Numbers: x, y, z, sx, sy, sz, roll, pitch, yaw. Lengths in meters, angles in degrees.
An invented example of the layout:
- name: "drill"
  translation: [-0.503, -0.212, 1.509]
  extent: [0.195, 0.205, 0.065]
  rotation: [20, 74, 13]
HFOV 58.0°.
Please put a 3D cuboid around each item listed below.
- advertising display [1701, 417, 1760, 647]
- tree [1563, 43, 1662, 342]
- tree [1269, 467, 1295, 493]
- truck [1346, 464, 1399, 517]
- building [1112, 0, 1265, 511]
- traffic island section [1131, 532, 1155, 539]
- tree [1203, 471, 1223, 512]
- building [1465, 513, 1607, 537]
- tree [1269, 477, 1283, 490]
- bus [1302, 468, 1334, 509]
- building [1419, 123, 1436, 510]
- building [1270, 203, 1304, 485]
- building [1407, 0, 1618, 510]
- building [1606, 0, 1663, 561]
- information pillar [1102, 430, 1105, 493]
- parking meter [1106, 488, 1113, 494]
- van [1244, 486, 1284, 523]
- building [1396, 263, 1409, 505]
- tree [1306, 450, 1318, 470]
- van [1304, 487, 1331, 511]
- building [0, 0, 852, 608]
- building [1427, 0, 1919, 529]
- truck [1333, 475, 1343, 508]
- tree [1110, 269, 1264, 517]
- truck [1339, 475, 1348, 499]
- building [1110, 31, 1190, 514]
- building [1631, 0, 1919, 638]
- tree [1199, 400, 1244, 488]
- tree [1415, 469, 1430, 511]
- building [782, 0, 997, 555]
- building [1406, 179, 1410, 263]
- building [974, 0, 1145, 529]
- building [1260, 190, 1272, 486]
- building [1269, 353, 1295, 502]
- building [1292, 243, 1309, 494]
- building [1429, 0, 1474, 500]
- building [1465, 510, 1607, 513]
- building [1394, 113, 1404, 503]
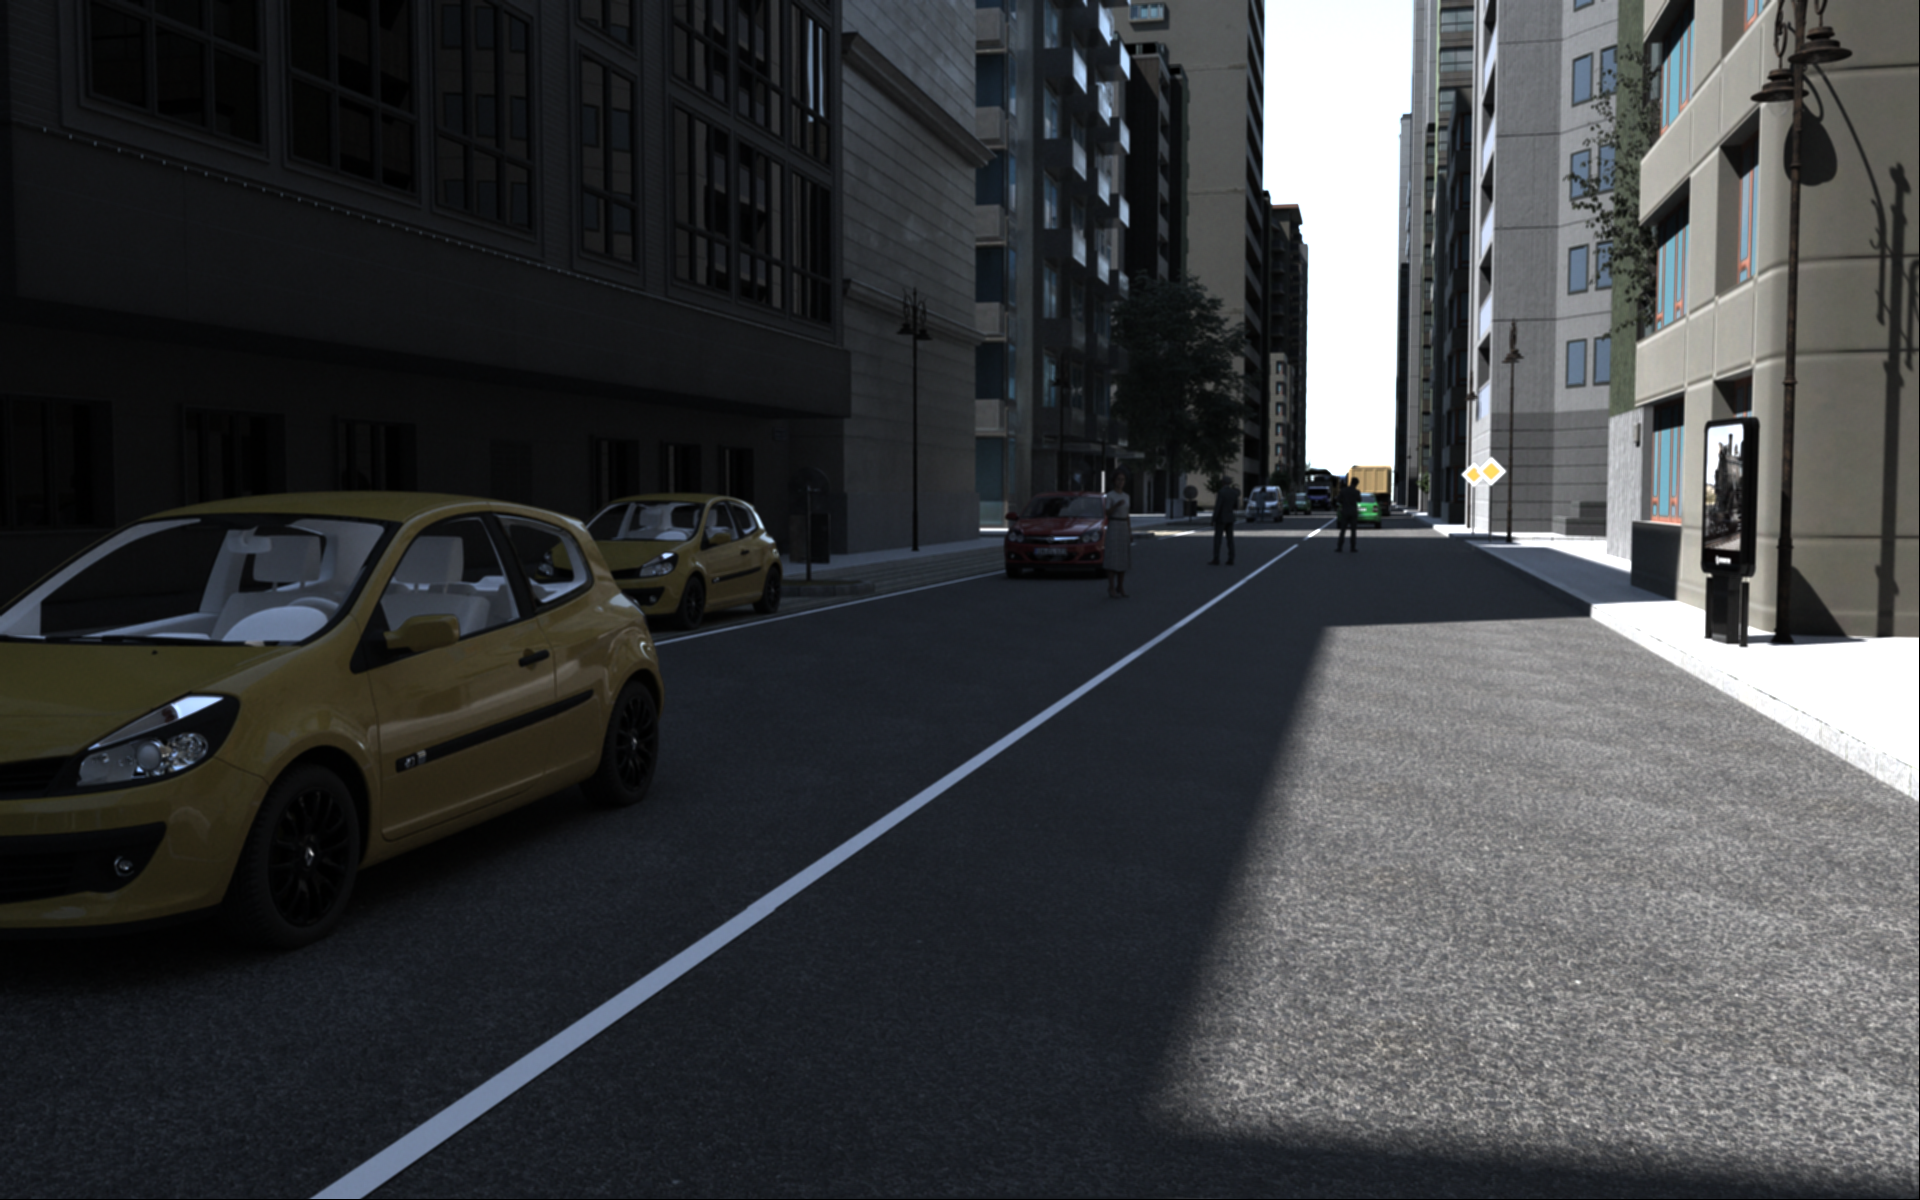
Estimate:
- name: "advertising display"
  translation: [6.610, -0.592, 14.899]
  extent: [0.123, 1.923, 0.974]
  rotation: [0, 4, 5]
- name: "tree"
  translation: [11.222, -4.648, 26.350]
  extent: [4.360, 8.622, 3.978]
  rotation: [0, 3, 0]
- name: "tree"
  translation: [37.511, -13.408, 202.926]
  extent: [4.285, 4.588, 4.351]
  rotation: [0, 3, 0]
- name: "truck"
  translation: [26.627, -7.113, 112.218]
  extent: [3.469, 3.379, 9.791]
  rotation: [1, 4, 15]
- name: "building"
  translation: [13.450, -31.719, 142.301]
  extent: [21.300, 48.544, 21.600]
  rotation: [1, 4, 13]
- name: "traffic island section"
  translation: [5.261, -2.104, 56.685]
  extent: [2.009, 0.180, 2.903]
  rotation: [1, 4, 13]
- name: "tree"
  translation: [18.106, -7.883, 123.496]
  extent: [1.663, 3.219, 1.824]
  rotation: [0, 3, 0]
- name: "building"
  translation: [32.244, -31.496, 56.962]
  extent: [28.212, 58.520, 21.231]
  rotation: [1, 4, 13]
- name: "tree"
  translation: [36.422, -12.538, 199.591]
  extent: [1.663, 3.219, 1.824]
  rotation: [0, 3, 0]
- name: "bus"
  translation: [34.478, -10.688, 166.291]
  extent: [2.896, 3.916, 12.252]
  rotation: [1, 4, 13]
- name: "building"
  translation: [43.543, -22.300, 136.313]
  extent: [14.160, 30.474, 14.107]
  rotation: [1, 4, 13]
- name: "building"
  translation: [39.003, -36.766, 255.742]
  extent: [22.147, 44.769, 28.867]
  rotation: [1, 4, 13]
- name: "building"
  translation: [58.368, -39.226, 183.338]
  extent: [21.231, 58.520, 28.212]
  rotation: [1, 4, 13]
- name: "building"
  translation: [21.006, -16.178, 36.204]
  extent: [14.160, 30.474, 14.107]
  rotation: [1, 4, 13]
- name: "information pillar"
  translation: [5.221, -4.383, 63.021]
  extent: [0.183, 3.616, 0.504]
  rotation: [0, 4, 8]
- name: "parking meter"
  translation: [5.892, -3.625, 67.687]
  extent: [0.372, 1.533, 0.369]
  rotation: [0, 3, 0]
- name: "van"
  translation: [15.601, -4.990, 88.598]
  extent: [2.013, 2.044, 4.112]
  rotation: [1, 4, 14]
- name: "building"
  translation: [61.687, -27.137, 215.386]
  extent: [14.160, 30.474, 14.107]
  rotation: [1, 4, 13]
- name: "tree"
  translation: [57.411, -20.512, 285.725]
  extent: [4.360, 8.622, 3.978]
  rotation: [0, 3, 0]
- name: "van"
  translation: [30.675, -8.800, 148.270]
  extent: [2.240, 2.365, 5.245]
  rotation: [1, 4, 15]
- name: "building"
  translation: [-11.609, -14.144, 24.768]
  extent: [14.314, 27.812, 24.014]
  rotation: [1, 4, 13]
- name: "building"
  translation: [37.878, -14.675, 84.972]
  extent: [27.650, 21.520, 28.899]
  rotation: [1, 4, 13]
- name: "truck"
  translation: [37.957, -11.214, 179.265]
  extent: [3.469, 3.379, 9.791]
  rotation: [1, 4, 13]
- name: "tree"
  translation: [12.087, -11.699, 97.941]
  extent: [9.857, 13.997, 8.962]
  rotation: [0, 3, 0]
- name: "truck"
  translation: [53.614, -15.573, 244.374]
  extent: [2.967, 4.110, 18.799]
  rotation: [1, 4, 12]
- name: "building"
  translation: [7.120, -20.867, 112.873]
  extent: [14.160, 30.474, 14.107]
  rotation: [1, 4, 13]
- name: "building"
  translation: [19.574, -9.878, 6.551]
  extent: [27.650, 21.520, 28.899]
  rotation: [1, 4, 13]
- name: "tree"
  translation: [19.016, -10.799, 126.923]
  extent: [4.737, 8.622, 4.395]
  rotation: [0, 3, 0]
- name: "tree"
  translation: [35.231, -8.296, 130.249]
  extent: [1.663, 3.219, 1.824]
  rotation: [0, 3, 0]
- name: "building"
  translation: [-11.699, -15.744, 44.802]
  extent: [23.554, 28.519, 14.401]
  rotation: [1, 4, 13]
- name: "building"
  translation: [72.268, -37.704, 236.067]
  extent: [23.786, 49.044, 30.456]
  rotation: [1, 4, 13]
- name: "building"
  translation: [-4.574, -27.980, 77.088]
  extent: [23.786, 49.044, 30.456]
  rotation: [1, 4, 13]
- name: "building"
  translation: [21.083, -23.710, 159.360]
  extent: [14.160, 30.474, 14.107]
  rotation: [1, 4, 13]
- name: "building"
  translation: [29.470, -23.489, 229.080]
  extent: [27.650, 21.520, 28.899]
  rotation: [1, 4, 13]
- name: "building"
  translation: [48.001, -36.244, 276.184]
  extent: [14.154, 41.232, 14.086]
  rotation: [1, 4, 13]
- name: "building"
  translation: [39.530, -26.572, 118.045]
  extent: [14.154, 41.232, 14.086]
  rotation: [1, 4, 13]
- name: "building"
  translation: [52.264, -37.498, 155.098]
  extent: [21.231, 58.520, 28.212]
  rotation: [1, 4, 13]
- name: "building"
  translation: [77.699, -44.243, 265.368]
  extent: [21.231, 58.520, 28.212]
  rotation: [1, 4, 13]
